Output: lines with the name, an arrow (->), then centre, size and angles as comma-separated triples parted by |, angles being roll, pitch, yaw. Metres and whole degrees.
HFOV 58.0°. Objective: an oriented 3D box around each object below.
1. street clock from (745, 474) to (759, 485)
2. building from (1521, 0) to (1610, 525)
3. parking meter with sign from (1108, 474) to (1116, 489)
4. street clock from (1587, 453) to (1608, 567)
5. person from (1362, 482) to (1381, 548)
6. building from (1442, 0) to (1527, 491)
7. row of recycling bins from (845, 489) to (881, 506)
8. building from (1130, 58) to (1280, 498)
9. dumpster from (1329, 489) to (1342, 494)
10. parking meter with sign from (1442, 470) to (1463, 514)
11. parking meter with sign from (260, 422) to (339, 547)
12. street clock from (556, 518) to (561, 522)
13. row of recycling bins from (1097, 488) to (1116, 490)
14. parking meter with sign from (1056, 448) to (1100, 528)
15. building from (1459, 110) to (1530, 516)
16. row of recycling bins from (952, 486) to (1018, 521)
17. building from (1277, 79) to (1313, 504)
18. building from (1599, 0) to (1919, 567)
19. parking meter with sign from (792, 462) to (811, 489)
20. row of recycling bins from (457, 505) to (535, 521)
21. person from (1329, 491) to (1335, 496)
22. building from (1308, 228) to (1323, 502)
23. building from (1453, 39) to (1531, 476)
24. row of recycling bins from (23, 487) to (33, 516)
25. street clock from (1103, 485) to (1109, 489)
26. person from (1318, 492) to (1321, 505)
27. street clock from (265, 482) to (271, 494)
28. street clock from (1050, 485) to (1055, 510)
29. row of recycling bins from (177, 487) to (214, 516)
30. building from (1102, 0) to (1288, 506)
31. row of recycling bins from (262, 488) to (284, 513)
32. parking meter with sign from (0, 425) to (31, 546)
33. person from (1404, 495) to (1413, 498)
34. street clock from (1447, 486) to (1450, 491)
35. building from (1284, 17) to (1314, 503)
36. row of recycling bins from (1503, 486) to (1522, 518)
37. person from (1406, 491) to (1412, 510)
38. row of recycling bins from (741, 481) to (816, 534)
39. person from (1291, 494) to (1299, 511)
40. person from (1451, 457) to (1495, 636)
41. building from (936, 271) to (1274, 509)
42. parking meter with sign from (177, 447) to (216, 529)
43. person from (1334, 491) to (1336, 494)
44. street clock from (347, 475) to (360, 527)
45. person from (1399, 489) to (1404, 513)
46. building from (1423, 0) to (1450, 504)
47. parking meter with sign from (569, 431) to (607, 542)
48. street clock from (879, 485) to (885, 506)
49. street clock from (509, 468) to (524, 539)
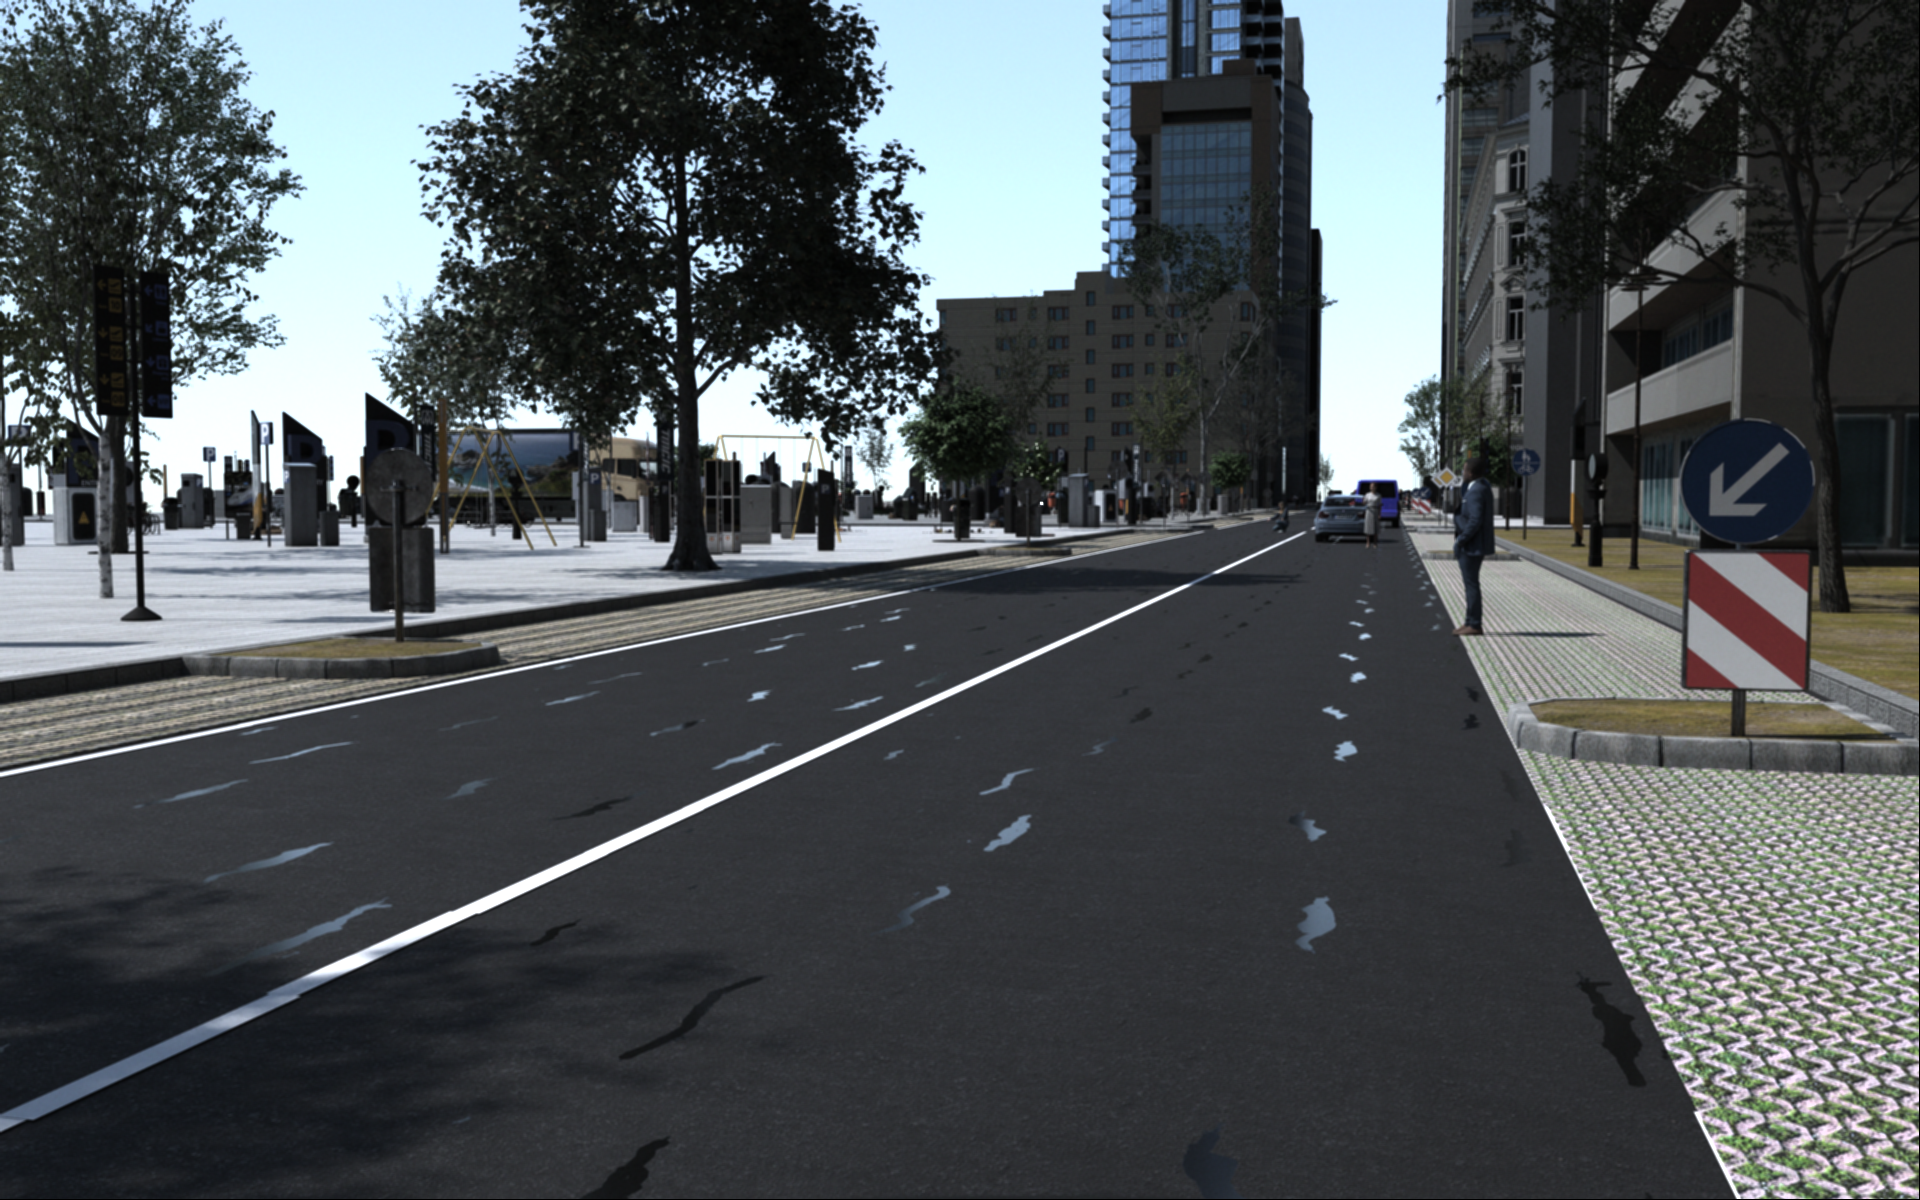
street clock -> -7.697, -3.640, 64.092 | 0.471, 2.002, 0.358 | -3, 4, -36
building -> 36.903, -17.091, 72.951 | 24.014, 27.812, 14.314 | 1, 4, 14
parking meter with sign -> 11.877, -8.114, 128.930 | 1.738, 3.016, 0.543 | -2, 4, -32
street clock -> 11.222, -1.588, 30.531 | 0.358, 2.002, 0.471 | 0, 4, 2
person -> 10.900, -2.250, 45.865 | 0.480, 1.755, 0.524 | 1, 4, 17
building -> 60.977, -38.919, 178.329 | 21.231, 58.520, 28.212 | 1, 4, 14
row of recycling bins -> -8.726, -8.963, 153.661 | 3.534, 1.692, 1.069 | -1, 4, -22
building -> 26.239, -32.628, 183.572 | 14.600, 45.320, 14.200 | 1, 4, 14
dumpster -> 58.015, -16.058, 267.503 | 1.985, 2.255, 1.502 | 1, 4, 12
parking meter with sign -> 32.520, -7.188, 113.780 | 1.738, 3.016, 0.543 | -2, 4, -26
parking meter with sign -> -16.180, -2.829, 42.523 | 0.543, 3.016, 1.738 | 3, 5, 44
street clock -> -18.761, -4.673, 80.965 | 0.358, 2.002, 0.471 | 0, 4, 3
row of recycling bins -> 10.673, -7.209, 124.987 | 1.069, 1.692, 3.534 | 2, 4, 24
parking meter with sign -> 4.513, -4.257, 65.862 | 1.738, 3.016, 0.543 | 2, 4, 35
building -> 43.865, -20.954, 119.011 | 17.030, 29.872, 44.131 | 1, 4, 14
row of recycling bins -> 1.255, -4.702, 83.989 | 3.534, 1.692, 1.069 | 2, 4, 23
building -> 38.023, -42.933, 243.955 | 21.231, 58.520, 28.212 | 1, 4, 14
building -> 26.770, -25.290, 37.188 | 21.300, 48.544, 21.600 | 1, 4, 14
parking meter with sign -> -8.930, -6.087, 95.782 | 0.543, 3.016, 1.738 | -3, 5, -39
row of recycling bins -> -21.746, -4.529, 81.155 | 3.534, 1.692, 1.069 | -1, 4, -11
person -> 32.468, -8.652, 150.890 | 0.756, 1.711, 0.436 | -1, 4, -13
building -> 51.944, -38.786, 284.260 | 14.600, 45.320, 14.200 | 1, 4, 14
building -> 52.803, -29.076, 158.981 | 14.154, 41.232, 14.086 | 1, 4, 14
row of recycling bins -> -55.110, -5.695, 100.225 | 1.069, 1.692, 3.534 | 1, 4, 8
street clock -> 11.111, -7.787, 131.887 | 0.471, 2.002, 0.358 | 1, 4, 13
person -> 43.918, -12.358, 211.472 | 0.530, 1.710, 0.541 | 3, 4, 38
street clock -> -41.136, -6.018, 102.957 | 0.358, 2.002, 0.471 | -2, 4, -29
street clock -> 7.388, -8.255, 139.540 | 0.471, 2.002, 0.358 | -1, 4, -19
row of recycling bins -> -46.251, -5.971, 104.736 | 3.534, 1.692, 1.069 | 3, 5, 39
building -> 28.218, -54.582, 205.086 | 22.319, 86.520, 31.000 | 1, 4, 14
row of recycling bins -> -47.770, -6.931, 120.438 | 3.534, 1.692, 1.069 | -1, 4, -9
parking meter with sign -> -23.651, -2.849, 42.846 | 0.543, 3.016, 1.738 | 0, 4, -1
person -> 52.897, -11.980, 204.389 | 1.348, 1.823, 0.705 | 3, 5, 41
street clock -> 35.375, -7.398, 125.534 | 0.358, 2.002, 0.471 | 0, 4, -5
building -> 44.293, -50.699, 267.182 | 20.563, 71.187, 20.611 | 1, 4, 14
row of recycling bins -> 30.399, -5.186, 91.902 | 3.534, 1.692, 1.069 | -1, 4, -22
person -> 40.670, -9.014, 156.603 | 0.721, 1.735, 1.217 | 3, 5, 41
row of recycling bins -> -6.250, -3.056, 57.080 | 3.534, 1.692, 1.069 | 2, 4, 32
person -> 28.935, -8.438, 149.657 | 0.628, 1.438, 0.799 | 3, 5, 43
person -> 5.186, -0.539, 17.494 | 0.419, 1.800, 0.721 | 1, 4, 19
building -> 14.774, -19.524, 164.259 | 27.650, 21.520, 28.899 | 1, 4, 14
parking meter with sign -> -28.501, -4.162, 64.313 | 1.738, 3.016, 0.543 | 1, 4, 19
person -> 49.378, -13.462, 228.545 | 1.348, 1.831, 0.705 | 3, 5, 40
street clock -> -23.434, -3.814, 66.934 | 0.471, 2.002, 0.358 | -1, 4, -23
person -> 30.800, -6.868, 121.024 | 0.641, 1.798, 0.478 | -1, 4, -22
building -> 74.425, -48.795, 236.051 | 20.563, 71.187, 20.611 | 1, 4, 14
parking meter with sign -> -10.113, -3.124, 47.334 | 0.543, 3.016, 1.738 | -2, 4, -31
street clock -> -6.497, -8.505, 143.632 | 0.471, 2.002, 0.358 | 1, 4, 13
street clock -> -12.560, -2.721, 49.057 | 0.358, 2.002, 0.471 | -3, 5, -43
